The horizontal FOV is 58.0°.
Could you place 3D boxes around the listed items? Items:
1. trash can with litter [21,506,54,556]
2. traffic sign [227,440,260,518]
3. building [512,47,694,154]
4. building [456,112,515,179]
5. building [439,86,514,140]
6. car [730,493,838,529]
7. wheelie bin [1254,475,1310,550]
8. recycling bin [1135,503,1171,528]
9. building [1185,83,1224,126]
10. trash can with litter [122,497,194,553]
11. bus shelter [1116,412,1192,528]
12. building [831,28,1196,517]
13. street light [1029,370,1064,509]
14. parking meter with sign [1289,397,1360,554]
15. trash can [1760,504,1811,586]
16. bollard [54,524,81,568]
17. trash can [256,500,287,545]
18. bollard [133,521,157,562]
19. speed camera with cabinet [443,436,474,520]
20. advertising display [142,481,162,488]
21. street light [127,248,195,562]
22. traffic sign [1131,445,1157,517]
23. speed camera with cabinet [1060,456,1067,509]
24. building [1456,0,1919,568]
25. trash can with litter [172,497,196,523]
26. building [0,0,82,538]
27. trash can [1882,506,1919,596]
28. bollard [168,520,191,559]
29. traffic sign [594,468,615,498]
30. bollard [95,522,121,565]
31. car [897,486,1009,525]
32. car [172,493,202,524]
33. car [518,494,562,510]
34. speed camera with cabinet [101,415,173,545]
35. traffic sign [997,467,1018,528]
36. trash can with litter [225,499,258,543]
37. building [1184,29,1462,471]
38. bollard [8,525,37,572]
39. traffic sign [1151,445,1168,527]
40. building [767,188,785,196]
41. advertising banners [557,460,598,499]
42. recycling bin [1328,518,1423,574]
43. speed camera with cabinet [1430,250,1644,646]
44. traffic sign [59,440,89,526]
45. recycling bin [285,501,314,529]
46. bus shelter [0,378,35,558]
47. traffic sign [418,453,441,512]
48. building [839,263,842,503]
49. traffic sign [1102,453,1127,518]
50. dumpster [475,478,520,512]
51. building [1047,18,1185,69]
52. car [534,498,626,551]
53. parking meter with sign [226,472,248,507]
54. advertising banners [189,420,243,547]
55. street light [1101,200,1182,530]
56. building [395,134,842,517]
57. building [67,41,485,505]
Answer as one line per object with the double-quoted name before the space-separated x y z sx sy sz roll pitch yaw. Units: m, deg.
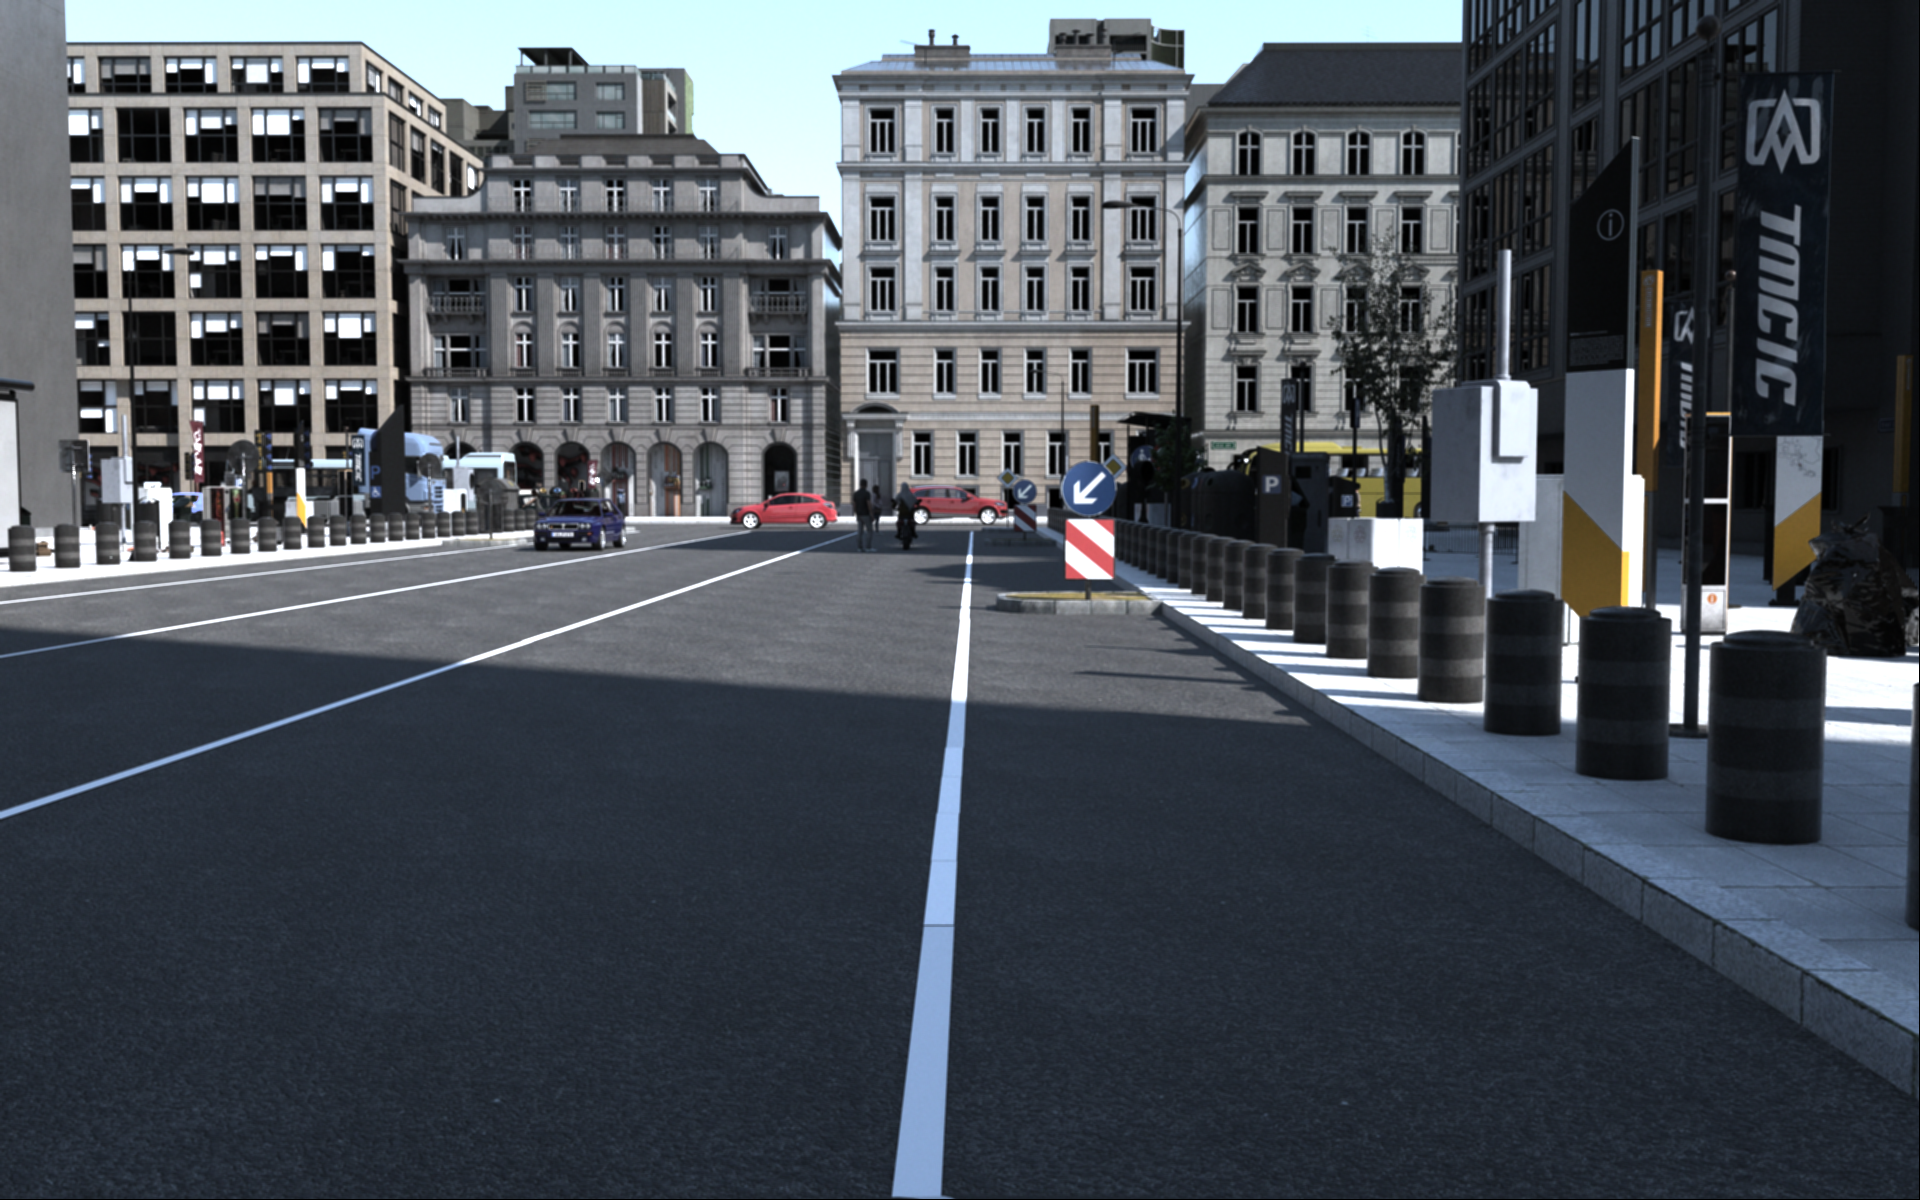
"trash can with litter" -19.205 -1.477 35.542 0.624 1.170 1.055 2 4 28
"traffic sign" -16.892 -2.492 40.847 0.768 2.556 0.104 0 4 2
"building" -32.732 -29.228 161.464 14.154 41.232 14.086 0 4 0
"building" -41.784 -29.894 180.653 32.217 40.220 23.993 0 4 0
"building" -50.345 -35.439 203.123 21.600 48.544 21.300 0 4 0
"car" -7.368 -3.873 72.360 4.494 1.783 2.155 0 4 -1
"wheelie bin" 5.077 -1.190 27.363 0.693 1.594 0.980 -2 4 -27
"recycling bin" 5.181 -2.083 46.611 0.722 1.027 0.722 -2 4 -32
"building" 22.922 -30.122 176.086 14.154 41.232 14.086 0 4 0
"trash can with litter" -17.574 -1.655 38.118 2.233 1.210 1.678 1 4 11
"bus shelter" 5.833 -3.741 52.452 1.731 3.624 6.357 0 4 0
"building" 2.998 -19.387 102.889 20.117 28.700 13.634 0 4 0
"street light" 3.292 -5.642 64.787 1.470 5.913 1.316 0 4 0
"parking meter with sign" 6.407 -2.175 31.819 1.738 3.016 0.543 1 4 22
"trash can" 11.698 -0.784 24.475 0.748 1.137 0.748 0 3 0
"bollard" -15.489 -0.937 30.045 0.404 0.777 0.398 0 3 0
"trash can" -17.406 -1.967 43.809 0.748 1.137 0.748 0 3 0
"bollard" -15.468 -1.111 32.874 0.404 0.777 0.398 0 3 0
"speed camera with cabinet" -16.961 -3.931 58.610 0.660 3.252 2.038 0 4 -2
"advertising display" -40.675 -5.018 87.251 0.123 1.923 0.974 3 4 36
"street light" -15.155 -3.689 32.863 1.470 5.913 1.316 0 4 0
"traffic sign" 4.859 -2.772 45.421 0.768 2.556 0.104 1 4 8
"speed camera with cabinet" 6.212 -5.829 89.633 2.038 3.252 0.660 2 4 26
"building" 21.846 -15.126 40.825 14.314 27.812 24.014 0 4 0
"trash can with litter" -25.846 -2.809 57.309 0.624 1.170 1.055 1 4 13
"building" -41.835 -13.937 46.932 30.058 24.678 14.314 0 4 0
"trash can" 11.178 -0.532 20.357 0.748 1.137 0.748 0 3 0
"bollard" -15.453 -1.197 34.288 0.404 0.777 0.398 0 3 0
"traffic sign" -13.446 -3.784 65.509 0.795 2.450 0.064 0 4 0
"bollard" -15.480 -1.024 31.460 0.404 0.777 0.398 0 3 0
"car" -0.332 -4.459 81.581 5.304 1.827 2.281 0 4 0
"car" -37.182 -4.468 82.650 3.694 1.707 1.945 0 4 -1
"car" -17.074 -3.797 71.866 4.222 1.686 2.009 0 4 1
"speed camera with cabinet" -20.909 -3.038 44.005 0.660 3.252 2.038 1 4 10
"traffic sign" 1.798 -3.775 65.356 0.795 2.450 0.064 0 4 0
"trash can with litter" -18.852 -2.109 45.868 1.055 1.170 0.624 -3 4 -39
"building" 35.150 -20.009 103.562 44.131 29.872 17.030 0 4 0
"bollard" -15.502 -0.851 28.631 0.404 0.777 0.398 0 3 0
"traffic sign" 4.986 -2.551 41.814 0.768 2.556 0.104 0 4 4
"building" -40.617 -39.582 266.766 30.456 49.044 23.786 0 4 0
"advertising banners" -19.524 -5.641 88.417 2.074 3.025 0.090 0 4 -4
"recycling bin" 4.361 -0.346 18.214 0.722 1.027 0.722 -2 4 -28
"speed camera with cabinet" 4.907 -1.243 14.654 2.038 3.252 0.660 -2 4 -31
"traffic sign" -16.784 -1.877 32.826 0.606 2.300 0.079 0 4 8
"recycling bin" -23.913 -3.068 62.716 0.722 1.027 0.722 1 4 12
"bus shelter" -18.209 -3.057 27.619 2.179 5.291 8.768 0 4 1
"traffic sign" -16.622 -3.312 54.263 0.768 2.556 0.104 0 4 8
"building" -12.895 -35.420 270.999 23.993 40.220 32.217 0 4 0
"traffic sign" 4.330 -2.924 49.000 0.795 2.450 0.064 1 4 9
"dumpster" -16.854 -3.506 63.079 1.264 1.857 1.865 0 4 0
"building" 23.545 -50.502 263.959 20.611 71.187 20.563 0 4 0
"car" -9.862 -1.983 45.003 1.945 1.354 3.894 0 4 1
"parking meter with sign" -27.529 -4.256 65.853 1.738 3.016 0.543 3 5 41
"advertising banners" -18.059 -2.811 42.140 0.090 3.025 2.074 1 4 11
"street light" 2.937 -3.364 27.549 1.470 5.913 1.316 0 4 0
"building" -19.096 -15.932 102.287 24.055 21.916 13.314 0 4 0
"building" -48.458 -18.389 105.169 34.151 26.468 19.350 0 4 0
